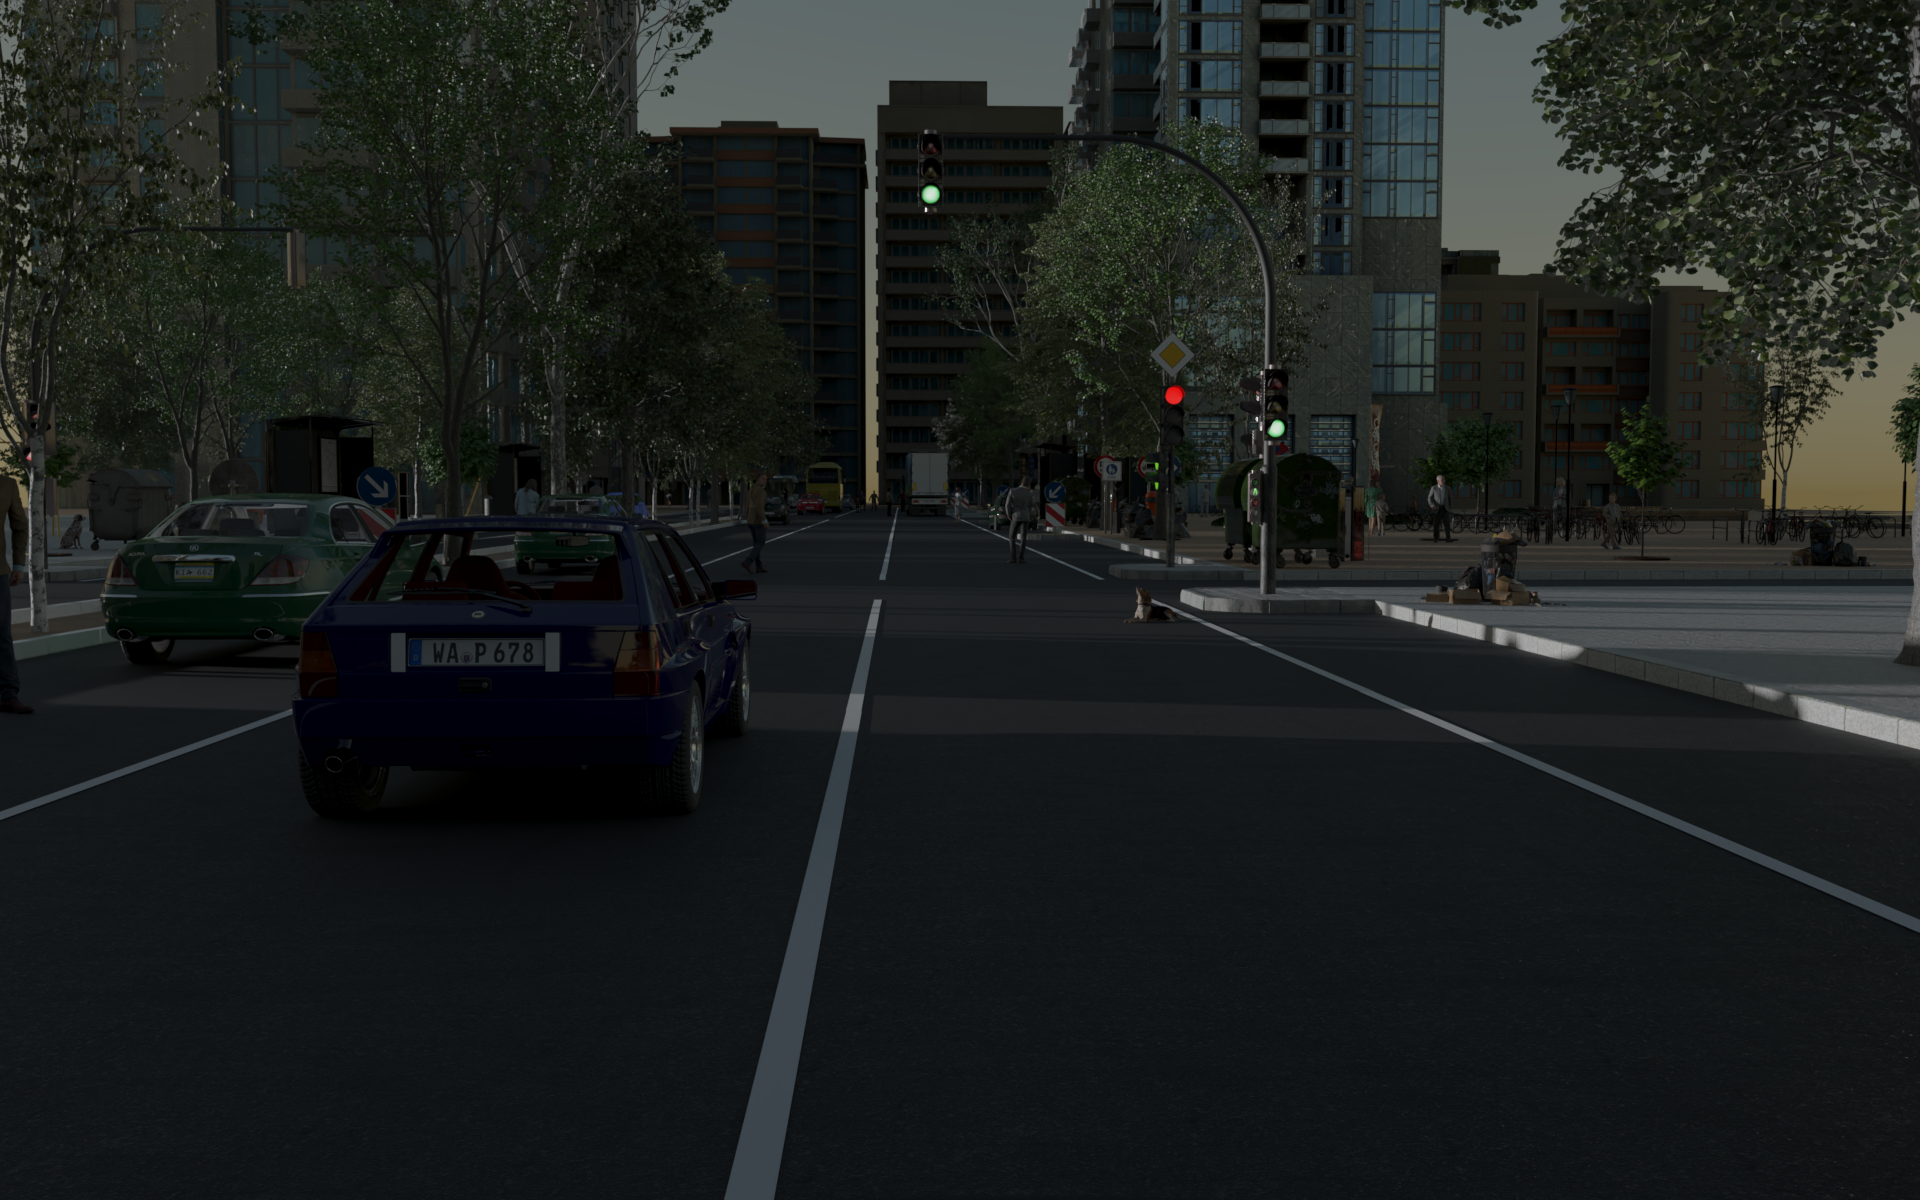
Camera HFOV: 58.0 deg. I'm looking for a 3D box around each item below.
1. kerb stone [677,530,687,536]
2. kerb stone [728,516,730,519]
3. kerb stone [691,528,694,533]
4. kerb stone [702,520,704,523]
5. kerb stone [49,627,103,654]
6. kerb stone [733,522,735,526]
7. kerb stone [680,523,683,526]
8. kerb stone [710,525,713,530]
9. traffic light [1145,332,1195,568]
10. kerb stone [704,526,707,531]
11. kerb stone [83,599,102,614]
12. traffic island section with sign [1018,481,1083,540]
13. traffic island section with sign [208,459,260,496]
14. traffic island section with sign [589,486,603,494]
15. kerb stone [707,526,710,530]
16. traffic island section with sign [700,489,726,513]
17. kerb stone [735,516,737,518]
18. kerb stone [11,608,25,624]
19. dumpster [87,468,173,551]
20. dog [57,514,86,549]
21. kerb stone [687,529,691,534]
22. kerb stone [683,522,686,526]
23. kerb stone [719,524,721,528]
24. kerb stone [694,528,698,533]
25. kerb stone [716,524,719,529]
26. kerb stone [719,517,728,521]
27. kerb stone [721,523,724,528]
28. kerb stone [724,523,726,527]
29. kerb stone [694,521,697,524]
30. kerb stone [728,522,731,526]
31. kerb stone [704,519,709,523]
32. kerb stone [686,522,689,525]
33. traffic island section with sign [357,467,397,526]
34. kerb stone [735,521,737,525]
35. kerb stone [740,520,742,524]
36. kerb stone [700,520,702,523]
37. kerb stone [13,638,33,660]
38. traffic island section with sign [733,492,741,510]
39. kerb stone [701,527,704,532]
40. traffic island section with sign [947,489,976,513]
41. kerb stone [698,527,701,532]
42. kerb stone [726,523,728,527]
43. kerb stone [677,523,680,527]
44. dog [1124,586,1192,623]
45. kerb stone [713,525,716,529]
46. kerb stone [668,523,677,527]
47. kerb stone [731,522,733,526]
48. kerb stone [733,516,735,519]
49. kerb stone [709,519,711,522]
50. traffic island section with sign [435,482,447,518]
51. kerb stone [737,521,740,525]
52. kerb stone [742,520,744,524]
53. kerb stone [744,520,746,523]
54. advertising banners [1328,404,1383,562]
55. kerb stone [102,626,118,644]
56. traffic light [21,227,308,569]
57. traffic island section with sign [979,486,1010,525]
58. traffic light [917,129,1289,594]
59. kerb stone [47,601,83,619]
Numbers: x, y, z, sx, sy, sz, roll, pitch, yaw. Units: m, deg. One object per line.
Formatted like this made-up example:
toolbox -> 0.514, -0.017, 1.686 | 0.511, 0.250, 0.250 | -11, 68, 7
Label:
kerb stone -> -9.751, -2.348, 60.609 | 0.120, 0.150, 1.000 | 0, 4, -2
kerb stone -> -13.076, -4.536, 96.393 | 0.120, 0.150, 1.000 | 0, 4, -2
kerb stone -> -9.826, -2.469, 62.677 | 0.120, 0.150, 1.000 | 0, 4, -2
kerb stone -> -12.654, -3.786, 84.101 | 0.120, 0.150, 1.000 | 0, 4, -2
kerb stone -> -8.228, 0.380, 15.984 | 0.120, 0.150, 1.000 | 0, 4, -2
kerb stone -> -10.349, -3.416, 78.043 | 0.120, 0.150, 1.000 | 0, 4, -2
kerb stone -> -12.377, -3.281, 75.898 | 0.120, 0.150, 1.000 | 0, 4, -2
kerb stone -> -10.036, -2.846, 68.836 | 0.120, 0.150, 1.000 | 0, 4, -2
traffic light -> 3.661, -2.523, 30.167 | 0.839, 4.253, 0.868 | 0, 4, -2
kerb stone -> -9.964, -2.726, 66.791 | 0.120, 0.150, 1.000 | 0, 4, -2
kerb stone -> -10.500, 0.073, 21.043 | 0.120, 0.150, 1.000 | 0, 4, -2
traffic island section with sign -> 2.853, -2.843, 55.106 | 1.989, 1.847, 2.006 | 0, 4, -2
traffic island section with sign -> -9.478, -0.853, 22.082 | 2.006, 1.907, 1.989 | 0, 4, -2
traffic island section with sign -> -17.176, -4.464, 81.613 | 1.989, 1.847, 2.006 | 0, 4, -2
kerb stone -> -9.995, -2.790, 67.813 | 0.120, 0.150, 1.000 | 0, 4, -2
traffic island section with sign -> -18.912, -7.544, 131.969 | 1.989, 1.847, 2.006 | 0, 4, -2
kerb stone -> -13.217, -4.789, 100.489 | 0.120, 0.150, 1.000 | 0, 4, -2
kerb stone -> -10.427, 0.195, 19.000 | 0.120, 0.150, 1.000 | 0, 4, -2
dumpster -> -19.091, -2.083, 39.819 | 1.264, 1.857, 1.865 | 0, 4, -2
dog -> -20.873, -1.594, 40.444 | 0.800, 0.831, 0.513 | -1, 4, -22
kerb stone -> -9.782, -2.405, 61.637 | 0.120, 0.150, 1.000 | 0, 4, -2
kerb stone -> -12.406, -3.347, 76.920 | 0.120, 0.150, 1.000 | 0, 4, -2
kerb stone -> -10.138, -3.040, 71.901 | 0.120, 0.150, 1.000 | 0, 4, -2
kerb stone -> -9.849, -2.539, 63.708 | 0.120, 0.150, 1.000 | 0, 4, -2
kerb stone -> -10.098, -2.978, 70.879 | 0.120, 0.150, 1.000 | 0, 4, -2
kerb stone -> -13.042, -4.472, 95.368 | 0.120, 0.150, 1.000 | 0, 4, -2
kerb stone -> -10.165, -3.102, 72.923 | 0.120, 0.150, 1.000 | 0, 4, -2
kerb stone -> -10.208, -3.161, 73.950 | 0.120, 0.150, 1.000 | 0, 4, -2
kerb stone -> -12.547, -3.598, 81.024 | 0.120, 0.150, 1.000 | 0, 4, -2
kerb stone -> -10.280, -3.291, 76.000 | 0.120, 0.150, 1.000 | 0, 4, -2
kerb stone -> -12.732, -3.910, 86.151 | 0.120, 0.150, 1.000 | 0, 4, -2
kerb stone -> -12.442, -3.410, 77.945 | 0.120, 0.150, 1.000 | 0, 4, -2
traffic island section with sign -> -9.722, -1.306, 29.485 | 2.006, 1.907, 1.989 | 0, 4, -2
kerb stone -> -10.386, -3.478, 79.065 | 0.120, 0.150, 1.000 | 0, 4, -2
kerb stone -> -10.441, -3.604, 81.117 | 0.120, 0.150, 1.000 | 0, 4, -2
kerb stone -> -12.621, -3.724, 83.078 | 0.120, 0.150, 1.000 | 0, 4, -2
kerb stone -> -8.188, 0.442, 14.963 | 0.120, 0.150, 1.000 | 0, 4, -2
traffic island section with sign -> -19.836, -9.191, 158.908 | 1.989, 1.847, 2.006 | 0, 4, -2
kerb stone -> -9.925, -2.665, 65.762 | 0.120, 0.150, 1.000 | 0, 4, -2
traffic island section with sign -> 0.219, -7.545, 131.985 | 1.989, 1.847, 2.006 | 0, 4, -2
kerb stone -> -9.897, -2.602, 64.732 | 0.120, 0.150, 1.000 | 0, 4, -2
kerb stone -> -10.246, -3.228, 74.978 | 0.120, 0.150, 1.000 | 0, 4, -2
kerb stone -> -12.338, -3.222, 74.869 | 0.120, 0.150, 1.000 | 0, 4, -2
dog -> 2.227, 0.048, 19.408 | 0.748, 0.427, 0.550 | 1, 4, 11
kerb stone -> -10.062, -2.915, 69.857 | 0.120, 0.150, 1.000 | 0, 4, -2
kerb stone -> -12.307, -3.159, 73.843 | 0.120, 0.150, 1.000 | 0, 4, -2
kerb stone -> -10.308, -3.353, 77.022 | 0.120, 0.150, 1.000 | 0, 4, -2
kerb stone -> -13.191, -4.726, 99.467 | 0.120, 0.150, 1.000 | 0, 4, -2
kerb stone -> -12.759, -3.971, 87.183 | 0.120, 0.150, 1.000 | 0, 4, -2
traffic island section with sign -> -16.246, -2.798, 54.368 | 1.989, 1.847, 2.006 | 0, 4, -2
kerb stone -> -10.419, -3.539, 80.090 | 0.120, 0.150, 1.000 | 0, 4, -2
kerb stone -> -10.493, -3.658, 82.141 | 0.120, 0.150, 1.000 | 0, 4, -2
kerb stone -> -10.522, -3.729, 83.163 | 0.120, 0.150, 1.000 | 0, 4, -2
advertising banners -> 7.611, -2.262, 33.175 | 0.090, 3.025, 2.074 | 3, 5, 40
kerb stone -> -8.265, 0.319, 17.005 | 0.120, 0.150, 1.000 | 0, 4, -2
traffic light -> -13.601, -3.360, 29.598 | 4.771, 5.953, 1.251 | 0, 4, -2
traffic island section with sign -> 1.930, -4.490, 82.046 | 1.989, 1.847, 2.006 | 0, 4, -2
traffic light -> 1.847, -2.893, 21.974 | 4.771, 5.953, 1.251 | 0, 4, -2
kerb stone -> -10.462, 0.133, 20.021 | 0.120, 0.150, 1.000 | 0, 4, -2
